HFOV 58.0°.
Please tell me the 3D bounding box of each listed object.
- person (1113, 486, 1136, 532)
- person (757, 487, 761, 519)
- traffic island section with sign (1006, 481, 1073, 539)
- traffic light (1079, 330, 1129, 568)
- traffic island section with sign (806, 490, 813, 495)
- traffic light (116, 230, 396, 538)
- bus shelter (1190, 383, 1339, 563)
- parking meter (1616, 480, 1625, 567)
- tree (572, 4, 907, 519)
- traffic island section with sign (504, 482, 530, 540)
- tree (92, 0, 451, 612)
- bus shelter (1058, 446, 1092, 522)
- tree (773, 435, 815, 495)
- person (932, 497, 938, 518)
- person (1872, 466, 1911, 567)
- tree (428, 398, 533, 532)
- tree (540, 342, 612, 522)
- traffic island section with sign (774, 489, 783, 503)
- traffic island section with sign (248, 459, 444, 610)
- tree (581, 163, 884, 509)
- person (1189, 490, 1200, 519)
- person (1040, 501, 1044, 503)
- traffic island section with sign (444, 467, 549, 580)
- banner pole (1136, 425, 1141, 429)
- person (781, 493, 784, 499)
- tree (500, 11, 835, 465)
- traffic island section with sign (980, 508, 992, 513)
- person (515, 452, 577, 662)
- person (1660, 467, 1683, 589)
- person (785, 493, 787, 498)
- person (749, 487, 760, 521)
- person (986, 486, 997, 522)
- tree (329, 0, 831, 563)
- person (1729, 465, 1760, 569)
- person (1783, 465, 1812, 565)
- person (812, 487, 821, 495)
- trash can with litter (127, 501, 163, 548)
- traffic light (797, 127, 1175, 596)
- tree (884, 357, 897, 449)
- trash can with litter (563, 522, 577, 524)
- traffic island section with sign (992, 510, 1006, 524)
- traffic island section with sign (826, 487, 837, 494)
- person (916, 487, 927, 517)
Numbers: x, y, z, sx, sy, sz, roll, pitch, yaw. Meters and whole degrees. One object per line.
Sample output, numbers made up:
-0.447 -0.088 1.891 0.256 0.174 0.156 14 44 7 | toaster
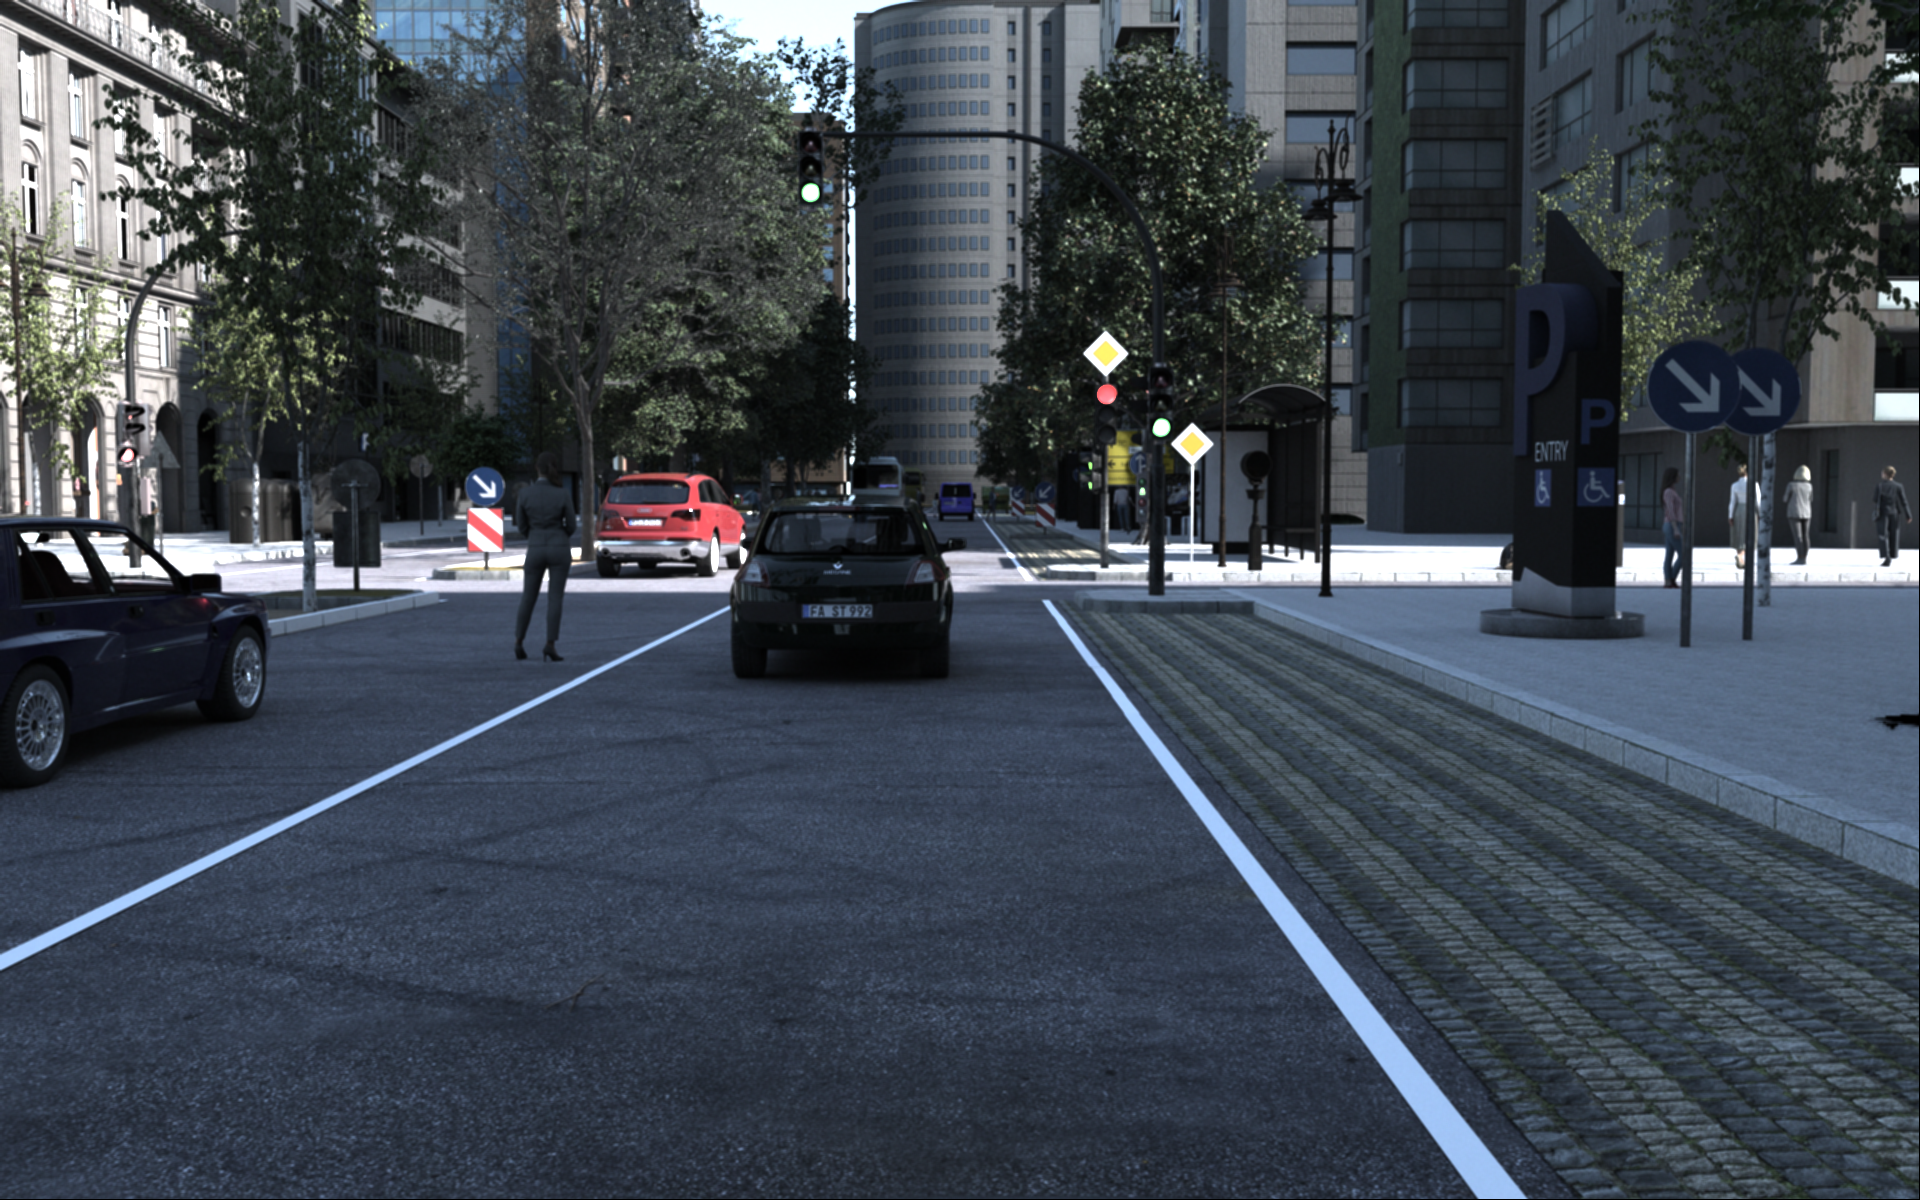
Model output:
5.607 -3.177 58.655 0.731 1.740 0.598 -1 4 -17 | person
-11.680 -5.638 100.697 0.388 1.821 0.555 3 5 43 | person
2.577 -2.853 55.269 1.989 1.847 2.006 0 3 0 | traffic island section with sign
2.485 -2.505 29.885 0.839 4.253 0.868 0 3 0 | traffic light
-13.741 -9.182 158.750 1.989 1.847 2.006 0 3 0 | traffic island section with sign
-12.184 -3.380 29.932 4.771 5.953 1.251 0 3 0 | traffic light
5.926 -2.478 34.445 2.014 3.302 5.546 0 4 0 | bus shelter
11.530 -1.357 30.602 0.372 1.533 0.369 0 3 0 | parking meter
-8.772 -12.808 67.759 12.611 20.169 13.585 0 3 0 | tree
-13.944 -2.821 54.752 1.989 1.847 2.006 0 3 0 | traffic island section with sign
-7.810 -4.135 20.421 4.737 8.622 4.395 0 3 0 | tree
5.361 -5.604 82.916 1.731 3.624 6.357 0 3 0 | bus shelter
-7.904 -8.250 87.702 4.360 8.622 3.978 0 3 0 | tree
-1.506 -5.674 105.546 0.425 1.301 0.394 2 4 27 | person
16.515 -1.484 30.733 0.576 1.772 0.534 -1 4 -11 | person
-16.441 -4.639 59.567 4.285 4.588 4.351 0 3 0 | tree
-17.054 -7.857 78.828 4.737 8.622 4.395 0 3 0 | tree
-13.794 -7.533 131.794 1.989 1.847 2.006 0 3 0 | traffic island section with sign
-7.982 -0.865 22.273 2.006 1.907 1.989 0 3 0 | traffic island section with sign
-7.648 -8.399 56.795 9.611 12.733 9.660 0 3 0 | tree
11.599 -4.861 86.112 0.643 1.750 0.593 -3 4 -39 | person
7.301 -9.010 153.490 1.348 1.807 0.705 -2 4 -24 | person
-7.958 -1.318 29.680 2.006 1.907 1.989 0 3 0 | traffic island section with sign
5.992 -3.983 55.142 0.863 3.779 0.401 1 4 16 | banner pole
-17.771 -10.188 172.550 0.705 1.831 1.348 -2 4 -24 | person
-7.748 -8.426 46.871 9.857 13.997 8.962 0 3 0 | tree
2.716 -7.531 131.753 1.989 1.847 2.006 0 3 0 | traffic island section with sign
-3.570 -0.375 14.899 0.520 1.790 0.573 -1 4 -18 | person
10.377 -1.020 25.189 0.388 1.821 0.555 0 4 7 | person
-10.243 -5.837 103.915 0.794 1.824 0.713 0 4 3 | person
-11.011 -5.127 92.676 0.601 1.785 0.444 3 5 43 | person
1.615 -4.820 87.333 0.581 1.822 0.654 -3 5 -40 | person
-7.778 -7.526 35.872 12.009 13.543 11.850 0 3 0 | tree
13.294 -1.414 29.391 0.641 1.798 0.478 -3 5 -42 | person
15.252 -1.551 31.592 0.537 1.800 0.526 0 4 0 | person
-7.744 -5.215 93.858 0.679 1.850 0.850 1 4 20 | person
-17.108 -1.517 36.187 0.624 1.170 1.055 -1 4 -10 | trash can with litter
0.378 -2.880 21.763 4.771 5.953 1.251 0 3 0 | traffic light
-7.768 -9.768 79.175 9.611 12.733 9.660 0 3 0 | tree
-17.717 -3.939 75.464 2.233 1.210 1.678 -1 4 -22 | trash can with litter
2.639 -4.512 82.392 1.989 1.847 2.006 0 3 0 | traffic island section with sign
-7.824 -5.913 104.818 2.006 1.907 1.989 0 3 0 | traffic island section with sign
-2.365 -5.653 100.888 0.822 1.834 0.622 0 4 0 | person
